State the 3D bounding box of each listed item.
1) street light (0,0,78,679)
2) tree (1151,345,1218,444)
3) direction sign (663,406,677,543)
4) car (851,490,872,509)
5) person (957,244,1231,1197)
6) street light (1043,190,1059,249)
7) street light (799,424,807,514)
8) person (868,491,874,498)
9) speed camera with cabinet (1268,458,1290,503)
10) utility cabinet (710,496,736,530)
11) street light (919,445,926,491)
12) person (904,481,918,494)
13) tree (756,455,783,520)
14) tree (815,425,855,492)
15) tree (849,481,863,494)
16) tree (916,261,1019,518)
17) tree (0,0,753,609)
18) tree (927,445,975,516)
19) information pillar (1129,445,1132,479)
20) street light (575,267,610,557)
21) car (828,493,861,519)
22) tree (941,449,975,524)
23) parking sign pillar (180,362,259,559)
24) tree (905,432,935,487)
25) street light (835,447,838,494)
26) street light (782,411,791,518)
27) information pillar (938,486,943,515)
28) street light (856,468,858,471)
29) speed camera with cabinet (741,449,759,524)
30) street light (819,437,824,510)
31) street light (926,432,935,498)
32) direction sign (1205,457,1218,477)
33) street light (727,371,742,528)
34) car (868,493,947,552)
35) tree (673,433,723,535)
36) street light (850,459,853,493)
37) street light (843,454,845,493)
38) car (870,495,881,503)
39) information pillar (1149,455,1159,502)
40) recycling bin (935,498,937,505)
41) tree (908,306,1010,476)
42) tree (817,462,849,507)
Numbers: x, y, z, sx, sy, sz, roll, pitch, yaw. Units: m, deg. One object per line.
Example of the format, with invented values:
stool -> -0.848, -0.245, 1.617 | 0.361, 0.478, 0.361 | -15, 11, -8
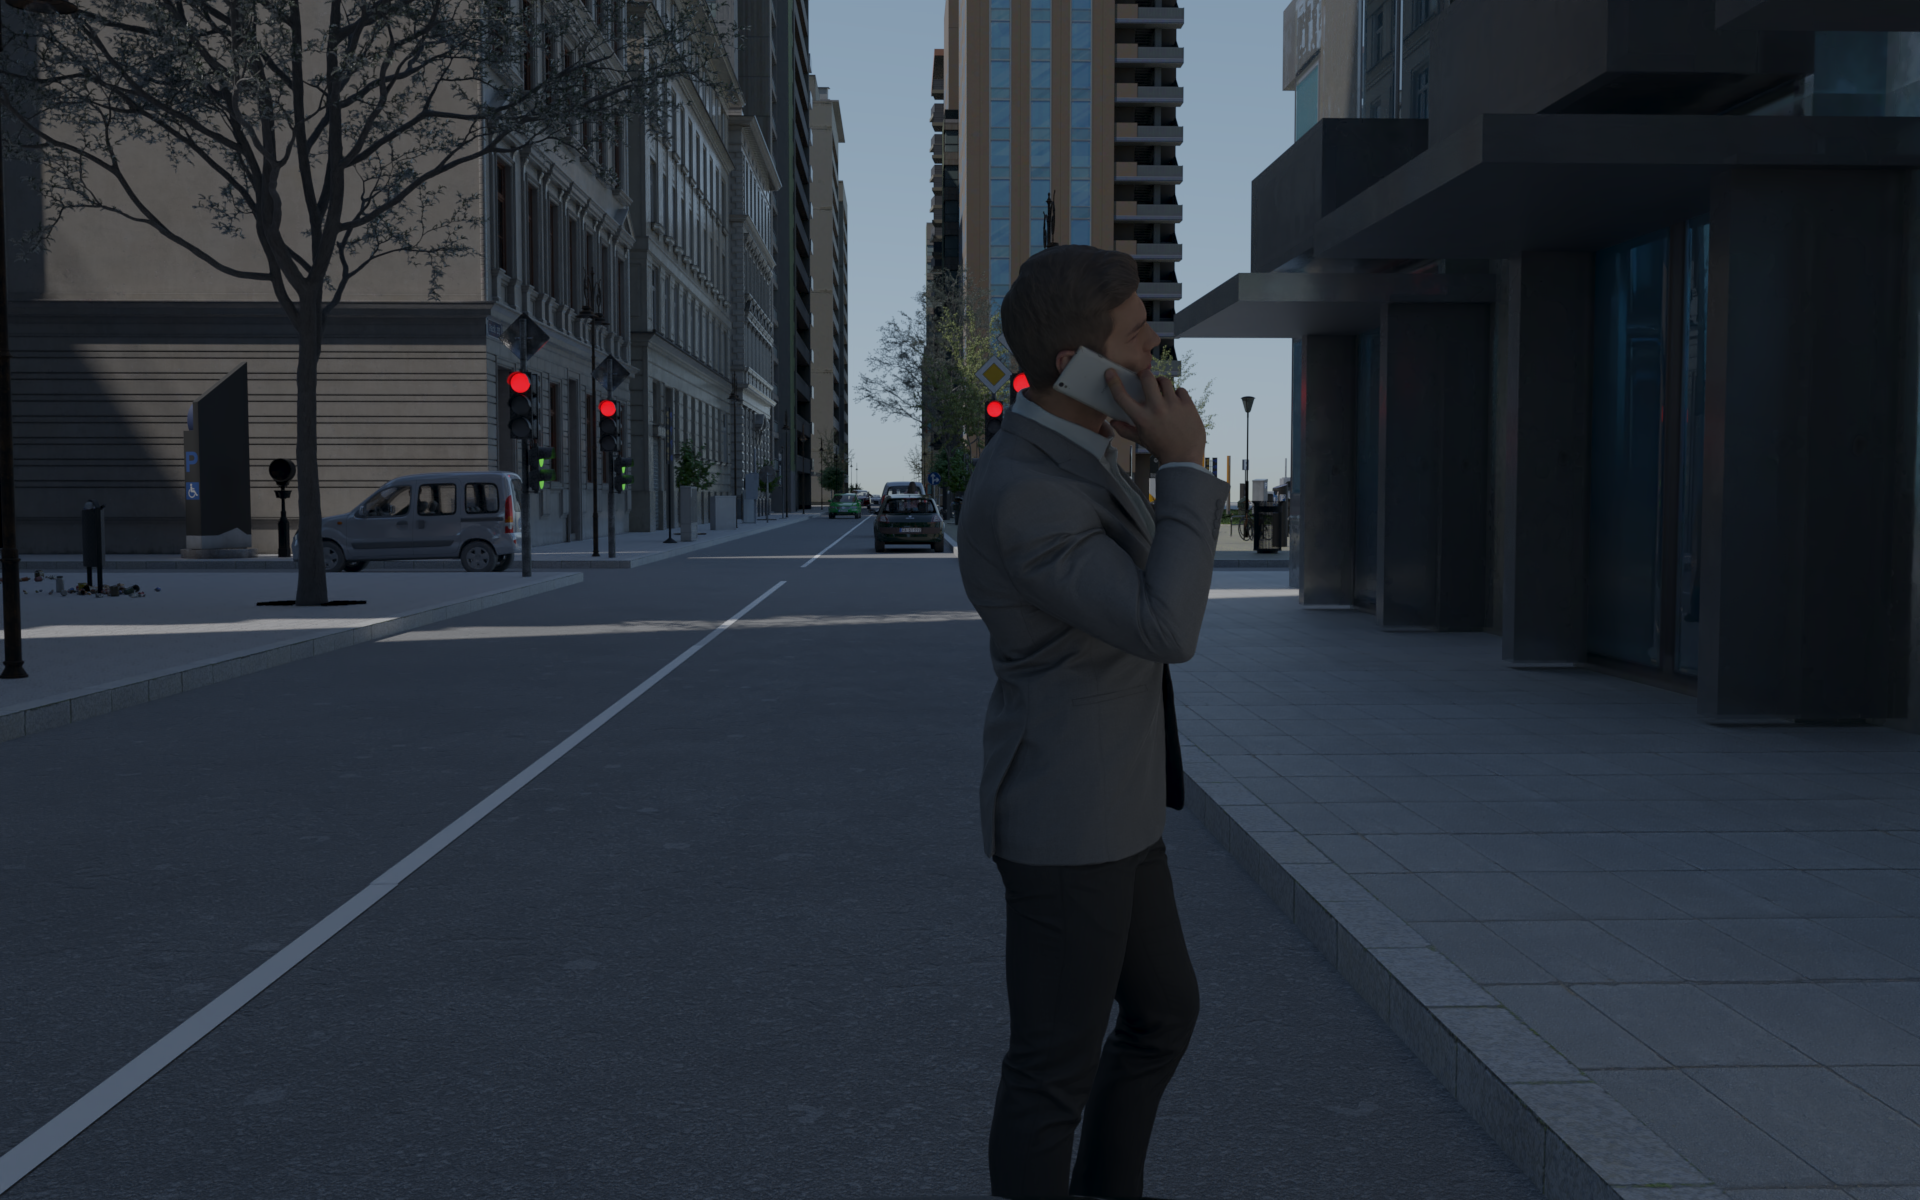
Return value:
street light -> -6.610, -2.394, 11.923 | 0.468, 5.910, 1.993 | 0, 4, -2
tree -> 10.637, -8.342, 86.757 | 4.737, 8.622, 4.395 | 0, 3, 0
direction sign -> -7.585, -3.255, 45.210 | 0.379, 3.537, 0.876 | 0, 4, 0
car -> -9.528, -9.549, 164.796 | 2.281, 1.827, 5.304 | 0, 4, -2
person -> 0.223, 0.360, 2.793 | 0.473, 1.802, 0.592 | 1, 4, 20
street light -> 1.364, -3.298, 26.717 | 0.468, 5.910, 1.993 | 0, 4, -2
street light -> -10.083, -8.484, 111.504 | 0.468, 5.910, 1.993 | 0, 4, -2
person -> -12.215, -13.678, 232.152 | 1.348, 1.821, 0.705 | 1, 4, 9
speed camera with cabinet -> 17.323, -6.163, 95.097 | 2.038, 3.252, 0.660 | -1, 4, -14
utility cabinet -> -8.465, -3.100, 61.850 | 0.306, 1.237, 1.020 | 3, 5, 40
street light -> -3.201, -11.236, 156.499 | 0.468, 5.910, 1.993 | 0, 4, -2
person -> -1.436, -2.706, 52.756 | 0.555, 1.821, 0.388 | 0, 4, -5
tree -> -9.555, -5.535, 85.104 | 1.663, 3.219, 1.824 | 0, 3, 0
tree -> -13.522, -14.297, 184.126 | 4.360, 8.622, 3.978 | 0, 3, 0
tree -> -15.463, -16.161, 258.840 | 1.663, 3.219, 1.824 | 0, 3, 0
tree -> -0.515, -11.107, 91.966 | 12.009, 13.543, 11.850 | 0, 3, 0
tree -> -7.555, -6.690, 19.748 | 12.009, 13.543, 11.850 | 0, 3, 0
tree -> -0.402, -7.310, 103.224 | 4.285, 4.588, 4.351 | 0, 3, 0
information pillar -> 8.188, -5.611, 83.098 | 0.183, 3.616, 0.504 | 1, 4, 9
street light -> -7.474, -3.828, 35.377 | 0.468, 5.910, 1.993 | 0, 4, -2
car -> -6.713, -5.647, 101.117 | 1.959, 1.807, 4.718 | 0, 4, -1
tree -> -0.153, -4.847, 73.852 | 1.663, 3.219, 1.824 | 0, 3, 0
parking sign pillar -> -14.923, -2.833, 34.797 | 1.447, 3.967, 1.447 | 1, 4, 23
tree -> -4.188, -15.170, 198.387 | 4.360, 8.622, 3.978 | 0, 3, 0
street light -> -12.175, -12.102, 170.649 | 0.468, 5.910, 1.993 | 0, 4, -2
street light -> -9.481, -7.454, 94.667 | 0.468, 5.910, 1.993 | 0, 4, -2
information pillar -> -1.182, -6.375, 108.722 | 0.304, 2.012, 0.304 | -1, 4, -12
street light -> -15.098, -17.175, 253.603 | 0.468, 5.910, 1.993 | 0, 4, -2
speed camera with cabinet -> -9.225, -4.987, 75.873 | 0.660, 3.252, 2.038 | -1, 4, -12
street light -> -11.247, -10.283, 140.906 | 0.468, 5.910, 1.993 | 0, 4, -2
street light -> -2.045, -9.402, 126.505 | 0.468, 5.910, 1.993 | 0, 4, -2
direction sign -> 15.492, -7.035, 107.016 | 0.876, 3.537, 0.379 | -1, 4, -18
street light -> -8.464, -5.652, 65.200 | 0.468, 5.910, 1.993 | 0, 4, -2
car -> -1.316, -2.088, 43.924 | 2.009, 1.686, 4.222 | 0, 4, -3
tree -> -8.553, -3.663, 54.498 | 1.663, 3.219, 1.824 | 0, 3, 0
street light -> -14.057, -15.377, 224.196 | 0.468, 5.910, 1.993 | 0, 4, -2
street light -> -13.072, -13.578, 194.788 | 0.468, 5.910, 1.993 | 0, 4, -2
car -> -11.999, -14.232, 245.052 | 2.083, 1.381, 4.827 | 0, 4, -1
information pillar -> 10.259, -6.123, 91.473 | 0.504, 3.616, 0.183 | -1, 4, -12
recycling bin -> -1.834, -5.914, 109.255 | 0.722, 1.027, 0.722 | 0, 4, -2
tree -> 0.332, -7.126, 66.870 | 4.737, 8.622, 4.395 | 0, 3, 0
tree -> -13.138, -11.935, 178.844 | 4.285, 4.588, 4.351 | 0, 3, 0
